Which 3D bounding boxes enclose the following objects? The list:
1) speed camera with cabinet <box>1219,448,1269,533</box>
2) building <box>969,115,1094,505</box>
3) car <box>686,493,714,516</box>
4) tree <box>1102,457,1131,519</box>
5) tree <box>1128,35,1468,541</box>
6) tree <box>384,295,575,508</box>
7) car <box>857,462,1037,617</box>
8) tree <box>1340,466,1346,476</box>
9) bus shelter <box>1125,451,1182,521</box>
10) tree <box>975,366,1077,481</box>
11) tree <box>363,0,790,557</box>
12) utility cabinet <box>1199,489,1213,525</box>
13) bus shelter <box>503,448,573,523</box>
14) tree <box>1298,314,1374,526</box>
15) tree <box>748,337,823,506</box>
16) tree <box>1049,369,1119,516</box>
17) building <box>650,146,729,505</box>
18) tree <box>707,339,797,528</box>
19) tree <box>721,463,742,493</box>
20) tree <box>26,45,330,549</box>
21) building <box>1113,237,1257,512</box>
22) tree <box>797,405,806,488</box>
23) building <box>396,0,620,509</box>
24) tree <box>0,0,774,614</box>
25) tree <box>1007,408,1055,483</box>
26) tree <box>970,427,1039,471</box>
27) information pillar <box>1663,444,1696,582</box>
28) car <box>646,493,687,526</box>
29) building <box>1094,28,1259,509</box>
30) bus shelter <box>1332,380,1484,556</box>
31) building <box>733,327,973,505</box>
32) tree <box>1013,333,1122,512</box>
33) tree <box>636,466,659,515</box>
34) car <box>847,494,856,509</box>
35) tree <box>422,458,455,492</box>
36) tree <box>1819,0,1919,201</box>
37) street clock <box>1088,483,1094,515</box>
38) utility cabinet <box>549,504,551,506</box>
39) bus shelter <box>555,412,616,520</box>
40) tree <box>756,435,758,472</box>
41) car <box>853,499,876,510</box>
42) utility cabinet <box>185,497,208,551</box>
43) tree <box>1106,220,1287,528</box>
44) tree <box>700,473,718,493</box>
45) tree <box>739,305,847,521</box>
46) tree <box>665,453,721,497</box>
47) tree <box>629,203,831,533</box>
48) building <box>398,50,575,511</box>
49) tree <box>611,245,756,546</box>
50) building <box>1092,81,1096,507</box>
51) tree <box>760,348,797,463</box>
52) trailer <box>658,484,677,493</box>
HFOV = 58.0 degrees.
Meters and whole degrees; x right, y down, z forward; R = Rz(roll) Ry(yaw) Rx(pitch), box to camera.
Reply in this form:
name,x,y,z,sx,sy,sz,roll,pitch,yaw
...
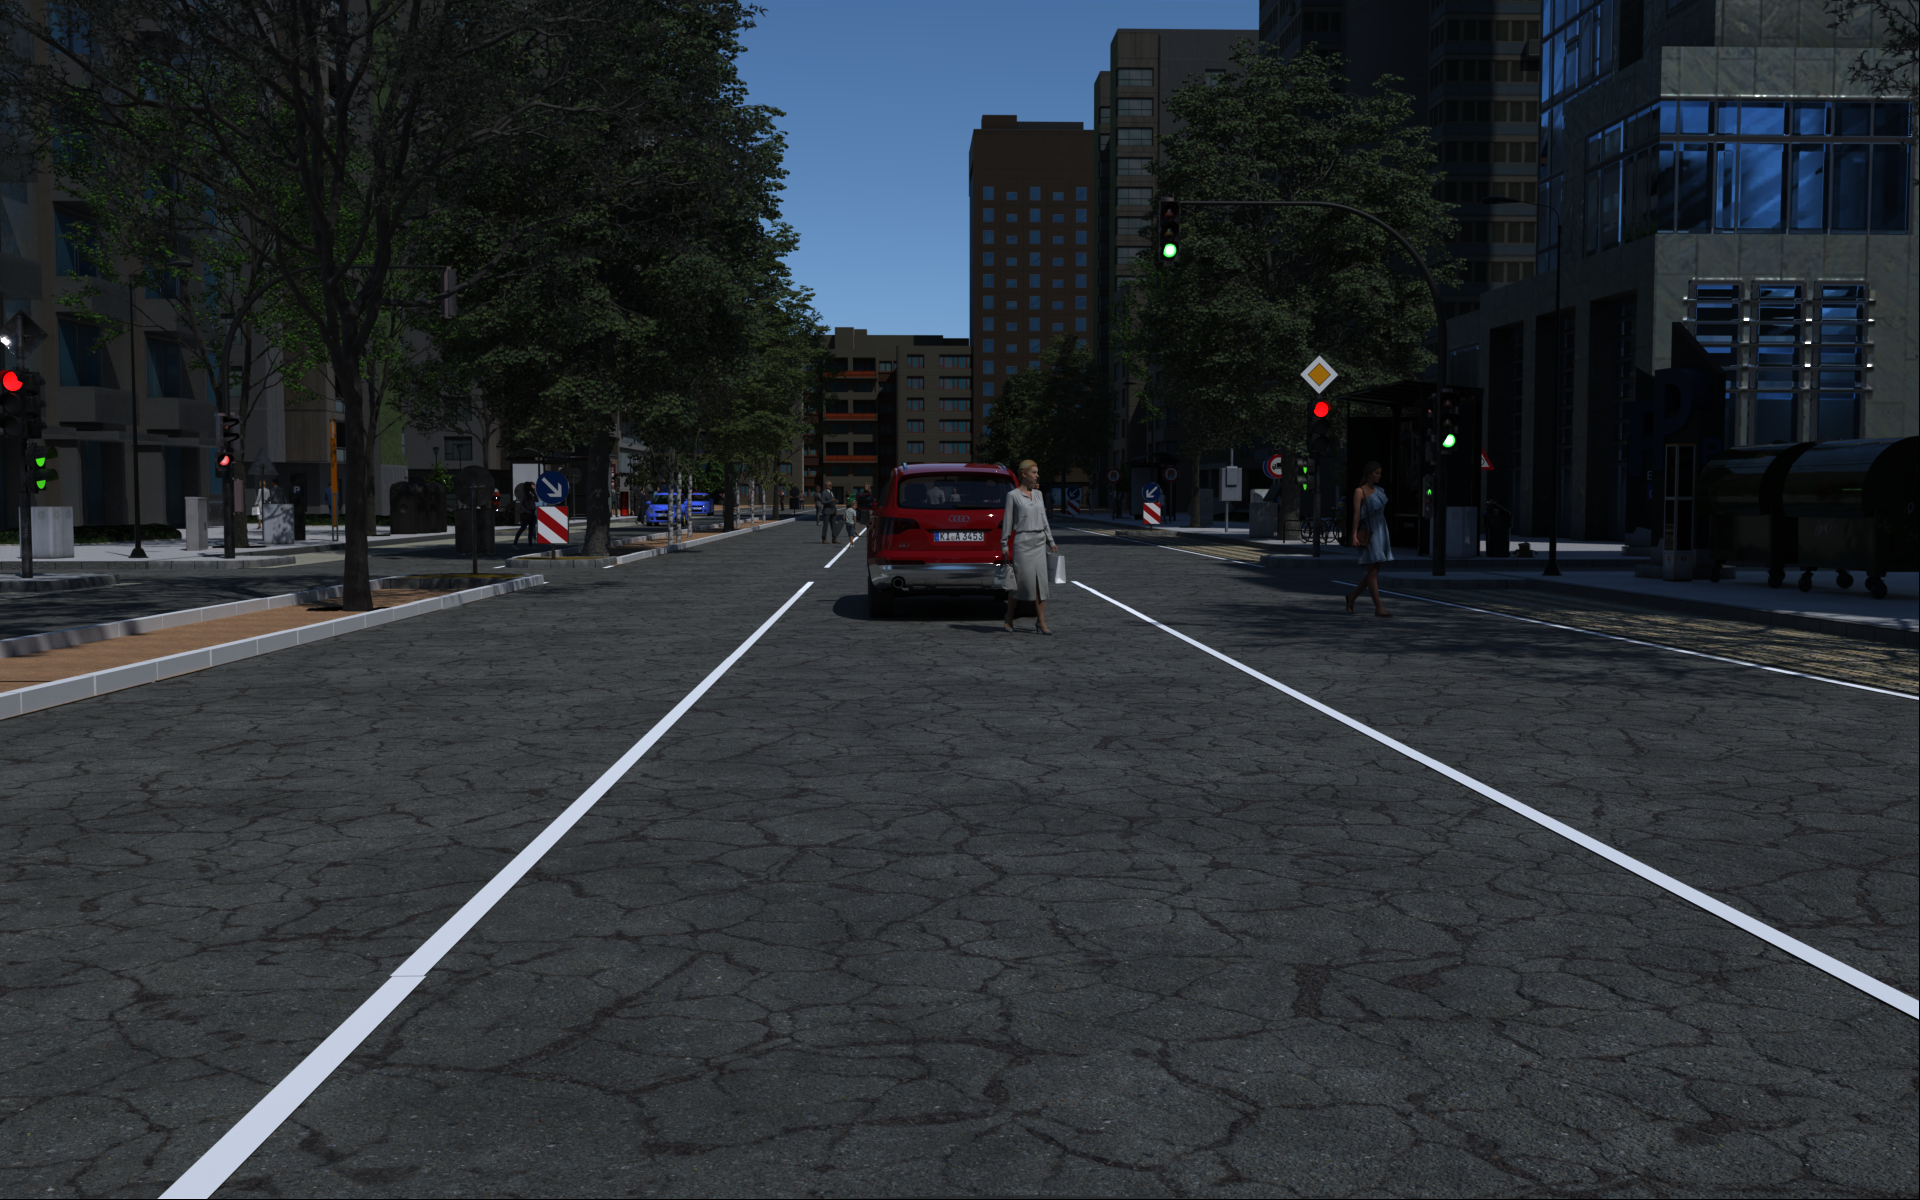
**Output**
name,x,y,z,sx,sy,sz,roll,pitch,yaw
speed camera with cabinet,9.682,-3.873,57.657,2.038,3.252,0.660,0,4,-2
building,8.446,-34.124,208.038,14.200,45.320,14.600,0,4,-2
car,-17.116,-6.370,113.735,1.945,1.707,3.694,0,4,-4
tree,8.516,-5.896,91.003,1.663,3.219,1.824,0,3,0
tree,9.092,-8.624,47.663,9.857,13.997,8.962,0,3,0
tree,-18.466,-8.076,66.459,7.601,10.594,8.767,-2,4,-31
car,-0.154,-0.799,21.740,2.281,1.827,5.304,0,4,-3
tree,14.906,-4.205,63.346,1.663,3.219,1.824,0,3,0
bus shelter,9.385,-5.538,84.466,2.014,3.302,5.546,0,4,-2
tree,5.818,-14.571,155.236,9.611,12.733,9.660,0,3,0
tree,-8.160,-7.915,38.528,9.857,13.997,8.962,0,3,0
utility cabinet,9.902,-3.789,70.628,0.318,1.500,1.173,3,5,40
bus shelter,-19.133,-5.189,78.767,2.014,3.302,5.546,0,4,-2
tree,15.107,-7.326,70.151,4.737,8.622,4.395,0,3,0
tree,-20.401,-19.780,179.287,12.611,20.169,13.585,0,3,0
tree,7.479,-9.216,101.050,4.360,8.622,3.978,0,3,0
building,-42.138,-34.045,211.260,28.867,44.769,22.147,0,4,-2
tree,-9.233,-7.287,71.968,4.737,8.622,4.395,0,3,0
tree,-21.377,-10.605,157.102,4.285,4.588,4.351,0,3,0
tree,-17.241,-7.038,40.832,9.928,11.665,9.643,0,3,0
building,27.589,-17.774,135.641,27.650,21.520,28.899,0,4,-2
tree,-9.502,-8.020,83.946,4.737,8.622,4.395,0,3,0
building,-38.904,-31.184,133.563,21.300,48.544,21.600,0,4,-2
tree,-7.320,-6.592,20.602,12.009,13.543,11.850,0,3,0
tree,6.263,-11.862,144.298,4.737,8.622,4.395,0,3,0
tree,4.982,-14.927,178.470,8.767,10.594,7.601,-2,4,-30
information pillar,10.546,-1.279,25.403,0.304,2.012,0.304,-1,4,-10
car,-13.149,-4.196,78.188,1.945,1.707,3.694,0,4,-2
building,20.274,-28.923,156.489,14.154,41.232,14.086,0,4,-2
bus shelter,9.892,-2.901,38.712,1.731,3.624,6.357,0,4,-2
building,-13.355,-22.653,215.407,28.899,21.520,27.650,0,4,-2
tree,7.734,-12.475,122.097,7.486,12.596,7.792,0,3,0
tree,-19.061,-6.743,104.842,1.663,3.219,1.824,0,3,0
car,-9.716,-9.485,163.875,1.959,1.807,4.718,0,4,-1
tree,-27.540,-5.945,91.797,1.663,3.219,1.824,0,3,0
tree,10.366,-6.271,12.903,12.009,13.543,11.850,0,3,0
street clock,8.193,-6.335,108.144,0.358,2.002,0.471,-1,4,-19
utility cabinet,-20.804,-4.932,89.317,0.318,1.500,1.173,1,4,12
bus shelter,-19.267,-6.745,87.919,2.179,5.291,8.768,0,4,-2
tree,-8.803,-6.325,56.235,4.360,8.622,3.978,0,3,0
car,-8.457,-8.785,153.859,2.015,1.641,3.980,0,4,-4
utility cabinet,-17.444,-1.740,39.604,0.306,1.237,1.020,-1,4,-13
tree,9.083,-8.544,65.443,9.928,11.665,9.643,0,3,0
tree,-21.095,-9.106,143.486,1.663,3.219,1.824,0,3,0
tree,-9.841,-10.079,93.005,9.928,11.665,9.643,0,3,0
tree,-20.888,-9.018,131.150,4.285,4.588,4.351,0,3,0
tree,-8.703,-8.793,64.347,7.486,12.596,7.792,0,3,0
building,-34.377,-21.085,116.437,14.160,30.474,14.107,0,4,-2
tree,-8.253,-5.985,50.676,4.360,8.622,3.978,0,3,0
building,19.981,-29.832,171.355,14.154,41.232,14.086,0,4,-2
tree,-9.434,-7.686,78.494,4.360,8.622,3.978,0,3,0
trailer,-16.667,-5.613,98.820,1.471,1.999,3.904,0,4,-4
